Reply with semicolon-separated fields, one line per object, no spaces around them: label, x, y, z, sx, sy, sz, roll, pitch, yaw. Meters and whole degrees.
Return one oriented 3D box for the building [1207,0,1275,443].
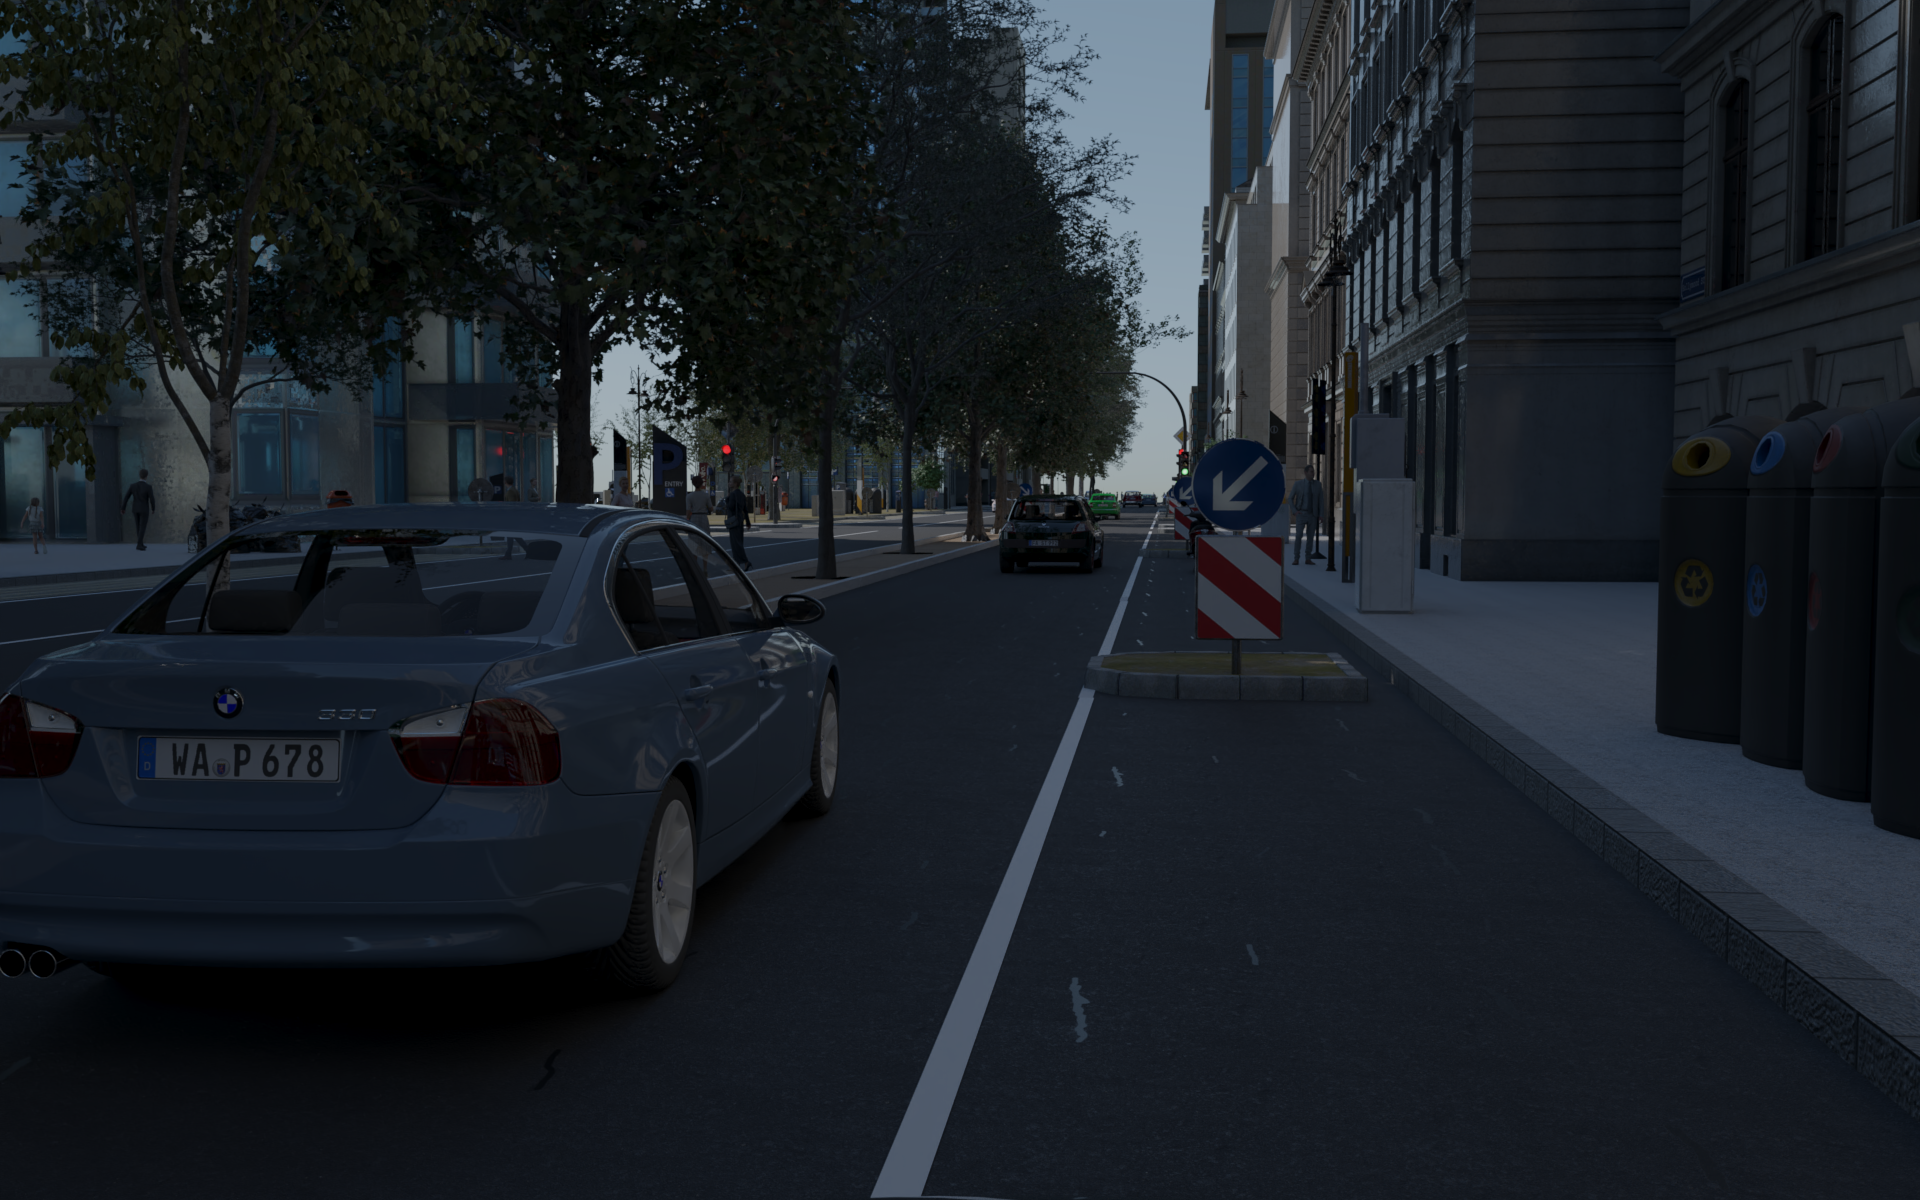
building;29.270;-30.821;154.029;14.600;45.320;14.200;0;4;7

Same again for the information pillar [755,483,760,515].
information pillar;-12.294;-6.134;104.780;0.304;2.012;0.304;1;4;13

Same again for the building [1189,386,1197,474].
building;52.327;-27.168;289.236;27.650;21.520;28.899;0;4;7

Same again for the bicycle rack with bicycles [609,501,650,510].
bicycle rack with bicycles;-17.041;-4.530;87.453;2.925;0.926;2.852;-2;4;-29

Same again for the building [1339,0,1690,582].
building;13.062;-11.253;33.135;9.793;20.994;18.267;0;4;7

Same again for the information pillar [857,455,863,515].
information pillar;-6.049;-6.940;104.821;0.183;3.616;0.504;-3;4;-38

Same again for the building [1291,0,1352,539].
building;16.012;-11.490;52.493;10.561;19.102;19.286;0;4;7

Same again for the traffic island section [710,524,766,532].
traffic island section;-8.870;-2.699;66.411;2.009;0.180;2.903;0;4;7

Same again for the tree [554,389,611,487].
tree;-24.868;-9.926;112.657;4.360;8.622;3.978;0;3;0

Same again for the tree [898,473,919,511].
tree;-3.912;-8.463;132.973;1.663;3.219;1.824;0;3;0

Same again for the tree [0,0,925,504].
tree;-4.103;-6.031;18.078;9.611;12.733;9.660;0;3;0

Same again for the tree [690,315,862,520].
tree;-9.197;-10.988;86.313;9.857;13.997;8.962;0;3;0

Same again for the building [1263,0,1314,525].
building;26.349;-17.071;76.374;25.104;27.353;12.463;0;4;7

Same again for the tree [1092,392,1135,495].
tree;10.965;-13.146;143.157;9.928;11.665;9.643;0;3;0

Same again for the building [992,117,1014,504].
building;-4.838;-36.048;213.088;21.300;48.544;21.600;0;4;7

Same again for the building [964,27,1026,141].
building;1.899;-50.995;272.025;20.563;71.187;20.611;0;4;7

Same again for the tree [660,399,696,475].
tree;-22.626;-11.618;140.315;4.360;8.622;3.978;0;3;0

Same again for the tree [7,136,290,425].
tree;-14.951;-6.155;35.052;7.601;10.594;8.767;2;4;25

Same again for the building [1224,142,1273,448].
building;20.670;-14.928;98.830;10.420;20.320;16.860;0;4;7

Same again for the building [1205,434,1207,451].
building;36.601;-52.719;174.622;22.319;86.520;31.000;0;4;7

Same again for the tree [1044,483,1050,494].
tree;13.870;-17.272;276.990;1.663;3.219;1.824;0;3;0

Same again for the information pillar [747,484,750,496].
information pillar;-16.029;-7.769;131.523;0.304;2.012;0.304;0;4;4

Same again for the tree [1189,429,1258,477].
tree;13.733;-6.334;87.271;4.285;4.588;4.351;0;3;0

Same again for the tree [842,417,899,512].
tree;-5.440;-10.617;123.943;4.737;8.622;4.395;0;3;0

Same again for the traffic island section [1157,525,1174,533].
traffic island section;8.351;-2.575;64.376;2.009;0.180;2.903;0;4;7

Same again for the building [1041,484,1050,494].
building;-0.786;-36.966;296.274;32.217;40.220;23.993;0;4;7

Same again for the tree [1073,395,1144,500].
tree;10.031;-12.081;134.390;8.767;10.594;7.601;0;4;7

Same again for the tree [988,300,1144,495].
tree;6.659;-11.921;104.013;9.857;13.997;8.962;0;3;0

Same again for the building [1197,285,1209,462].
building;39.623;-28.517;237.961;14.160;30.474;14.107;0;4;7

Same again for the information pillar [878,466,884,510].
information pillar;-6.393;-9.085;139.891;0.504;3.616;0.183;3;5;42

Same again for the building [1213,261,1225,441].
building;25.115;-17.606;137.004;9.793;20.994;18.267;0;4;7

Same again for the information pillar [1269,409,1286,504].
information pillar;8.750;-3.456;47.864;0.504;3.616;0.183;1;4;8

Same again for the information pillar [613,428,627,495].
information pillar;-12.109;-4.302;61.685;0.504;3.616;0.183;0;4;5

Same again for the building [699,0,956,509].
building;-11.340;-52.073;164.060;22.319;86.520;31.000;0;4;7

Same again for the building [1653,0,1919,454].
building;13.124;-11.455;6.367;14.460;24.649;34.723;0;4;7

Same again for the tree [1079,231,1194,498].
tree;9.852;-16.212;123.404;12.611;20.169;13.585;0;3;0

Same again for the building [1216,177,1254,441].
building;23.210;-17.680;117.952;11.050;23.489;19.941;0;4;7

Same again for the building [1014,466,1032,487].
building;-4.294;-24.731;249.391;27.650;21.520;28.899;0;4;7

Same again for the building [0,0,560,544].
building;-28.666;-26.584;54.255;30.456;49.044;23.786;0;4;7

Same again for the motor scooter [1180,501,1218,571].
motor scooter;4.503;-1.187;32.184;0.815;1.314;1.986;0;4;5

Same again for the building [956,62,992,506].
building;-8.393;-34.716;191.305;21.300;48.544;21.600;0;4;7

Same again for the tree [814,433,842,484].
tree;-11.268;-12.079;147.849;4.737;8.622;4.395;0;3;0

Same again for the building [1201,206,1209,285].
building;47.325;-39.099;258.881;23.786;49.044;30.456;0;4;7

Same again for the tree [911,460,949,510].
tree;-2.400;-9.646;141.433;4.285;4.588;4.351;0;3;0

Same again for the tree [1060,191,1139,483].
tree;0.444;-8.084;51.644;9.611;12.733;9.660;0;3;0

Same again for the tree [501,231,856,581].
tree;-2.256;-7.093;28.801;12.009;13.543;11.850;0;3;0

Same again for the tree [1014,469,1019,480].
tree;6.677;-16.863;226.073;4.737;8.622;4.395;0;3;0

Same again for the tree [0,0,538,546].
tree;-4.692;-3.556;10.961;4.737;8.622;4.395;0;3;0

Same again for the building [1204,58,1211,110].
building;43.505;-37.644;204.715;28.713;52.752;27.495;0;4;7

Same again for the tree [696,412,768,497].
tree;-11.464;-8.809;94.393;4.360;8.622;3.978;0;3;0
